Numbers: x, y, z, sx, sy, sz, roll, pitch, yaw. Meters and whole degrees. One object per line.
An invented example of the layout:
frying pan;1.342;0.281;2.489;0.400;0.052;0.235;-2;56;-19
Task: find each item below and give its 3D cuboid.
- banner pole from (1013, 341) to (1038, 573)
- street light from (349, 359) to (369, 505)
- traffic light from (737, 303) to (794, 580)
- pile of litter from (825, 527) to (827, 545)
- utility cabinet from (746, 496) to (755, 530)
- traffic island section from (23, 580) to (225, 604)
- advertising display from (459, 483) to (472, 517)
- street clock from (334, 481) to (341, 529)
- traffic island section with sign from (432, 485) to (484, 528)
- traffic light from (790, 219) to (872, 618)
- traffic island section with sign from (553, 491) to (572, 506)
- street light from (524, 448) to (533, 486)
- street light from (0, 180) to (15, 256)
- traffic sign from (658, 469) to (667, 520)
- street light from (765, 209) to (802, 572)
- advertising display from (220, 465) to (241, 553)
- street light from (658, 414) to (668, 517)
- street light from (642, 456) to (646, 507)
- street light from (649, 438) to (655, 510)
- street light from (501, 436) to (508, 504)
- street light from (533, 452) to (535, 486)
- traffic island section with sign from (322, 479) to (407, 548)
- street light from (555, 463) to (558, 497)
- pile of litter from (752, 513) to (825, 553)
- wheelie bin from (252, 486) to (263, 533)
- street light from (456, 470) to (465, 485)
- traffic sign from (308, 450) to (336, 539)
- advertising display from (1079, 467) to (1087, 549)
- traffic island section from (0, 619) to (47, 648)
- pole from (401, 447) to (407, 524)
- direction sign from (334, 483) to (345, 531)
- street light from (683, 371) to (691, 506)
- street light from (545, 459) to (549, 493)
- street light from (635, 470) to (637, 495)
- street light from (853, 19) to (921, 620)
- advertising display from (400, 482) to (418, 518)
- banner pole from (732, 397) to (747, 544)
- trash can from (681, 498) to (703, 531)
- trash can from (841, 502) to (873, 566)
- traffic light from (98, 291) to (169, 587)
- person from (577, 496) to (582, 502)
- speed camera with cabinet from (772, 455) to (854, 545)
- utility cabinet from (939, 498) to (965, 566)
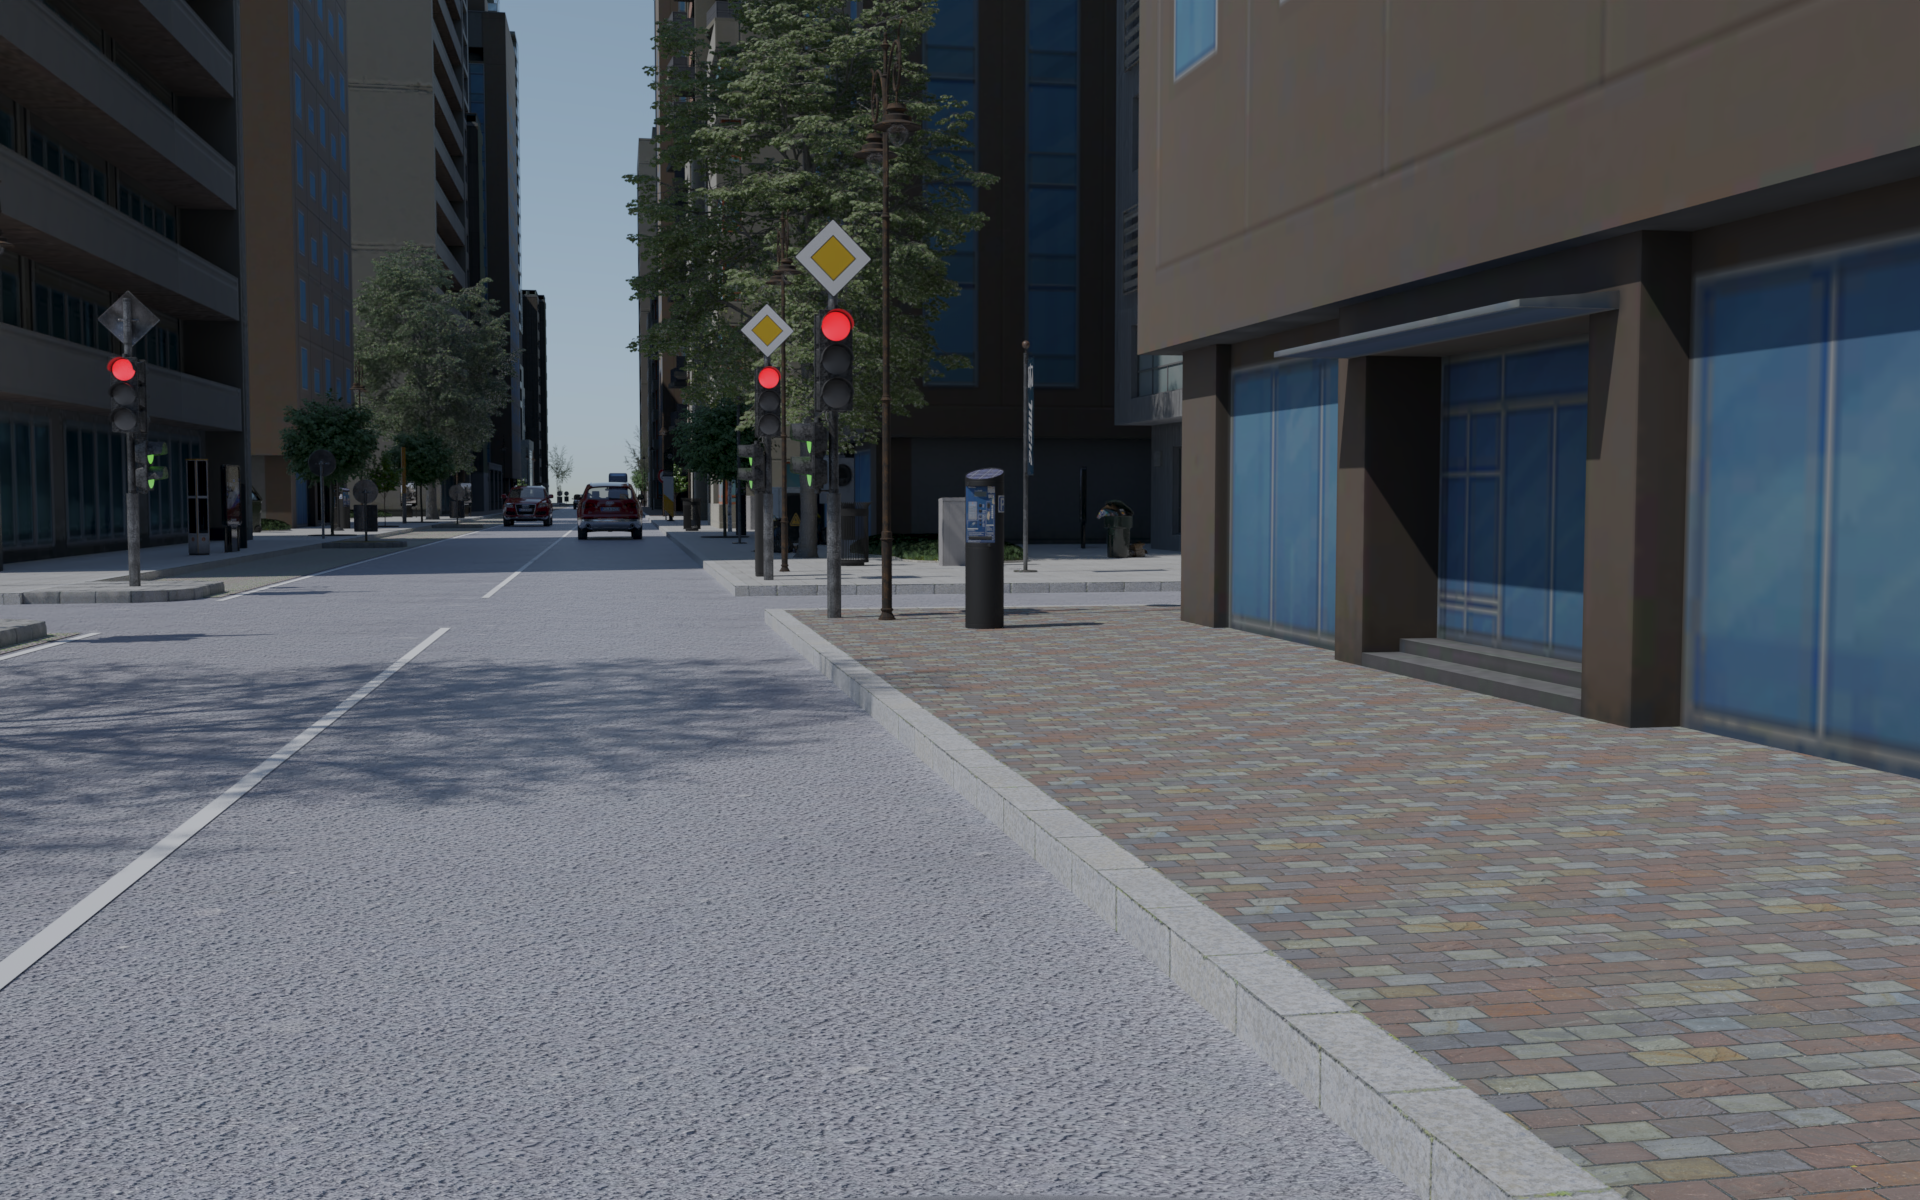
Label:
banner pole;1.112;-2.331;28.130;0.401;3.779;0.863;-1;4;-9
street light;-20.539;-5.294;59.345;0.468;5.910;1.993;-1;4;-11
traffic light;-2.869;-2.249;25.689;0.839;4.253;0.868;-1;4;-11
pile of litter;-3.853;-1.820;43.721;1.719;0.858;1.176;-1;4;-15
utility cabinet;-7.562;-3.142;62.532;0.306;1.237;1.020;-1;4;-23
traffic island section;-11.504;-0.112;24.110;2.009;0.180;2.903;-1;4;-11
advertising display;-27.797;-5.636;97.361;0.123;1.923;0.974;2;4;23
street clock;-22.632;-3.564;62.837;0.471;2.002;0.358;1;4;12
traffic island section with sign;-21.159;-3.938;73.007;1.989;1.847;2.006;-1;4;-11
traffic light;-1.323;-1.770;17.855;0.839;4.253;0.868;-1;4;-11
traffic island section with sign;-46.878;-11.905;203.272;1.989;1.847;2.006;-1;4;-11
street light;-42.134;-11.983;168.712;0.468;5.910;1.993;-1;4;-11
street light;-13.542;-3.132;23.996;0.468;5.910;1.993;-1;4;-11
traffic sign;-14.498;-5.213;85.338;0.768;2.556;0.104;-1;4;-10
street light;-2.897;-3.405;28.457;0.468;5.910;1.993;-1;4;-11
advertising display;-16.122;-2.025;38.317;0.123;1.923;0.974;0;4;-5
street light;-17.876;-8.035;104.160;0.468;5.910;1.993;-1;4;-11
street light;-31.631;-12.273;173.457;0.468;5.910;1.993;-1;4;-11
street light;-24.667;-10.153;138.789;0.468;5.910;1.993;-1;4;-11
street light;-35.277;-9.866;134.101;0.468;5.910;1.993;-1;4;-11
street light;-44.439;-12.705;180.520;0.468;5.910;1.993;-1;4;-11
traffic island section with sign;-15.920;-2.311;46.409;1.989;1.847;2.006;-1;4;-11
street light;-58.218;-16.968;250.208;0.468;5.910;1.993;-1;4;-11
pile of litter;-3.936;-1.487;38.277;1.176;0.858;1.719;-2;4;-30
wheelie bin;-23.577;-3.035;57.530;0.693;1.594;0.980;-2;4;-35
street light;-28.354;-7.716;98.940;0.468;5.910;1.993;-1;4;-11
traffic sign;-18.290;-3.032;49.681;0.768;2.556;0.104;0;4;-6
advertising display;2.917;-2.194;41.081;0.123;1.923;0.974;0;4;1
traffic island section;-9.958;0.367;16.276;2.009;0.180;2.903;-1;4;-11
pole;-24.209;-4.987;75.382;0.158;3.312;0.155;0;3;0
direction sign;-21.708;-4.185;60.417;0.379;3.537;0.876;0;4;-3
street light;-10.002;-5.576;63.959;0.468;5.910;1.993;-1;4;-11
street light;-51.251;-14.823;215.140;0.468;5.910;1.993;-1;4;-11
street light;-40.944;-15.162;220.689;0.468;5.910;1.993;-1;4;-11
street light;-0.745;-2.735;17.506;0.468;5.910;1.993;-1;4;-11
advertising display;-29.991;-5.445;94.246;0.974;1.923;0.123;1;4;13
banner pole;-5.750;-3.360;44.955;0.401;3.779;0.863;-1;4;-12
trash can;-9.316;-2.969;60.188;0.748;1.137;0.748;0;3;0
trash can;-1.937;-1.183;31.003;0.748;1.137;0.748;0;3;0
traffic light;-11.462;-2.145;23.984;0.839;4.253;0.868;-1;4;-11
person;-23.823;-6.248;110.660;1.348;1.822;0.705;-1;4;-10
speed camera with cabinet;-3.529;-2.863;41.154;2.038;3.252;0.660;-2;4;-33
utility cabinet;0.141;-1.219;31.094;1.020;1.237;0.306;-1;4;-16
